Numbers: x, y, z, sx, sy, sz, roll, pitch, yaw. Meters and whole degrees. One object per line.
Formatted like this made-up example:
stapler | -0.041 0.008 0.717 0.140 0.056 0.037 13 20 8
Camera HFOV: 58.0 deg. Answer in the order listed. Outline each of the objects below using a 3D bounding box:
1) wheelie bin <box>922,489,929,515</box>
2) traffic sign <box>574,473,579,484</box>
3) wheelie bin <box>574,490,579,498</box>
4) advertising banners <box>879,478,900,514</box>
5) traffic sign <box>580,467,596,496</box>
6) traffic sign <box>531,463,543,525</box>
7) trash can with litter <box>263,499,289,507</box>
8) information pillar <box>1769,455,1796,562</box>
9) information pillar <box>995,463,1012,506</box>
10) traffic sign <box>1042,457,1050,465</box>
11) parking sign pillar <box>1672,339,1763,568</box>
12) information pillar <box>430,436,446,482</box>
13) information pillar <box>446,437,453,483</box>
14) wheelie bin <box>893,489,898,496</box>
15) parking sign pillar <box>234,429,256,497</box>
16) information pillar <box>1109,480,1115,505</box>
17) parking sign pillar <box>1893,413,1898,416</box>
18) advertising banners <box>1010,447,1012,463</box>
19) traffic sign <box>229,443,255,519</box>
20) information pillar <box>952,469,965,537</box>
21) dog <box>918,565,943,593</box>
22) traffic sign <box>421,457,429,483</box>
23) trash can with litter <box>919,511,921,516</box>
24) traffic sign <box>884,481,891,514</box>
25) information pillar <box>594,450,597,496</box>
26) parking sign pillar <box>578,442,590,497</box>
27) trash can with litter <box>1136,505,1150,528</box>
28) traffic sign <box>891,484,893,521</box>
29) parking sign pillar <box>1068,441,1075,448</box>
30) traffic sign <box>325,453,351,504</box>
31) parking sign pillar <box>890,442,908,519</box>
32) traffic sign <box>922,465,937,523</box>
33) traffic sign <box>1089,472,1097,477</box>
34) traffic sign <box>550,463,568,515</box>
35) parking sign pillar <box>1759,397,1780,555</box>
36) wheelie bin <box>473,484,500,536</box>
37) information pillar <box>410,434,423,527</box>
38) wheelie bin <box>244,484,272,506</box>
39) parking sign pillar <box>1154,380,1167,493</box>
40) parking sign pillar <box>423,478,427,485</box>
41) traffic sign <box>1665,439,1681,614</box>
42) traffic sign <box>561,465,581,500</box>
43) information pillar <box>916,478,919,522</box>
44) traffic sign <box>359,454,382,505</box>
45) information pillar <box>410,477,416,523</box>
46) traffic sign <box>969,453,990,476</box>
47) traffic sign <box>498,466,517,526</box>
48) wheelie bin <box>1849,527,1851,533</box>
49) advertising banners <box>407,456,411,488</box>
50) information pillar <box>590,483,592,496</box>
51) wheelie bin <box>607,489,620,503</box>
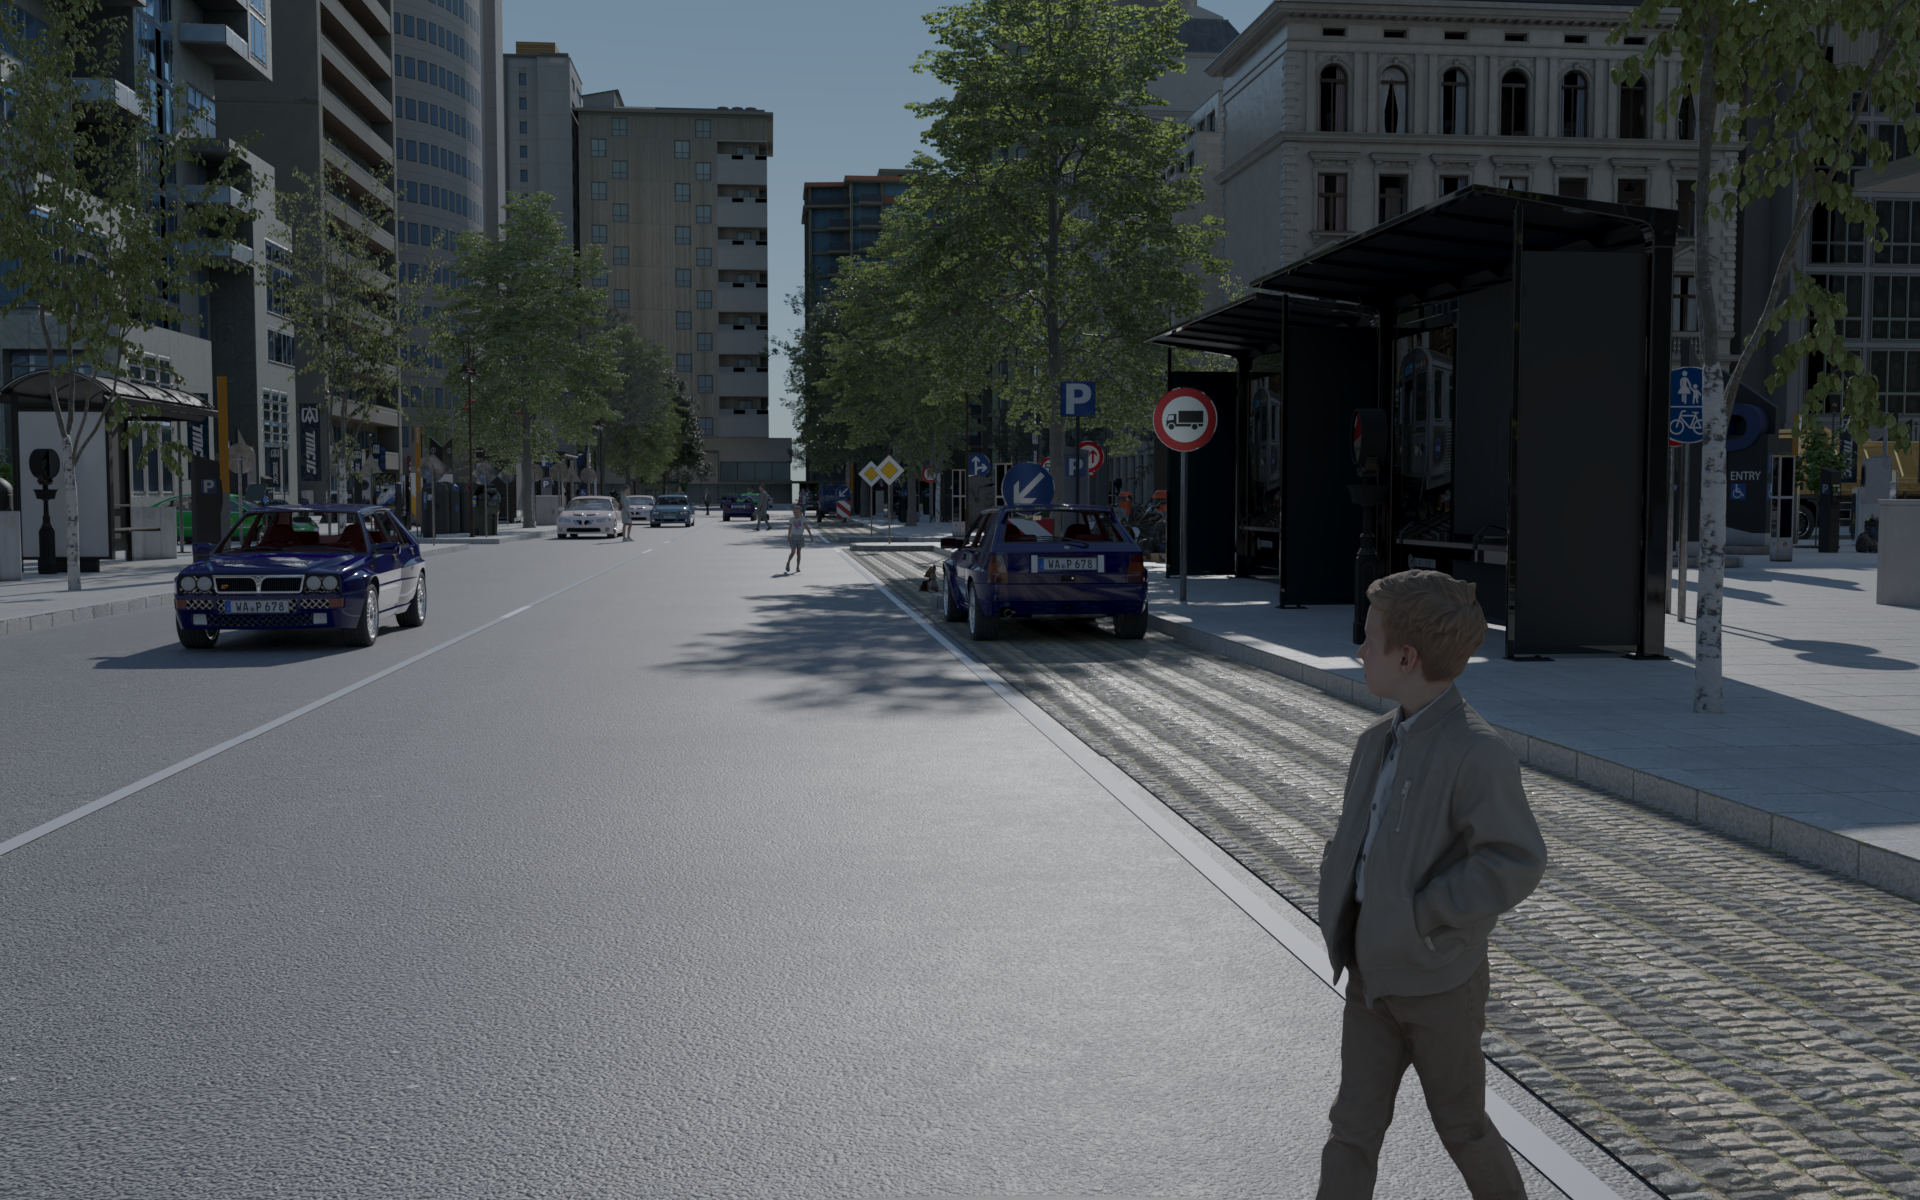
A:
wheelie bin | -1.981 -6.114 107.876 0.693 1.594 0.980 -2 4 -27
traffic sign | -19.894 -5.550 90.749 0.884 2.594 0.081 0 4 3
wheelie bin | -26.300 -6.877 120.340 0.980 1.594 0.693 -2 4 -29
advertising banners | -4.379 -6.948 109.789 2.074 3.025 0.090 -3 5 -40
traffic sign | -17.739 -5.050 82.673 0.768 2.556 0.104 0 4 -4
traffic sign | -17.734 -4.401 72.063 0.768 2.556 0.104 0 4 -6
trash can with litter | -14.477 -1.541 36.586 0.624 1.170 1.055 0 4 -5
information pillar | 15.604 -1.735 32.864 0.304 2.012 0.304 0 4 -2
information pillar | 1.040 -2.245 41.197 0.304 2.012 0.304 2 4 33
traffic sign | 3.092 -3.604 59.029 0.768 2.556 0.104 0 4 3
parking sign pillar | 13.101 -2.575 30.571 1.447 3.967 1.447 3 5 40
information pillar | -21.287 -4.834 70.397 0.504 3.616 0.183 0 4 4
information pillar | -21.111 -4.893 71.363 0.183 3.616 0.504 3 5 40
wheelie bin | -4.369 -6.602 115.846 0.693 1.594 0.980 0 4 6
parking sign pillar | -29.673 -5.107 71.978 1.447 3.967 1.447 0 4 -4
information pillar | 7.892 -5.243 90.217 0.304 2.012 0.304 3 4 36
parking sign pillar | 31.500 -4.273 58.328 1.447 3.967 1.447 1 4 20
advertising banners | 2.005 -4.168 64.342 0.090 3.025 2.074 0 4 -5
traffic sign | -18.052 -2.650 43.436 0.768 2.556 0.104 0 4 -1
information pillar | -0.031 -2.892 51.780 0.304 2.012 0.304 2 4 33
dog | -0.372 -0.313 25.318 0.550 0.427 0.748 2 4 25
traffic sign | -18.091 -3.595 58.892 0.768 2.556 0.104 0 4 -1
trash can with litter | -2.103 -6.342 114.745 2.233 1.210 1.678 -1 4 -18
traffic sign | -4.342 -6.576 107.628 0.768 2.556 0.104 0 4 3
information pillar | -19.451 -6.181 92.417 0.183 3.616 0.504 0 4 -6
parking sign pillar | -18.123 -5.814 83.536 1.447 3.967 1.447 0 4 -7
trash can with litter | 6.948 -3.140 62.721 1.055 1.170 0.624 -2 4 -27
traffic sign | -3.198 -4.996 81.783 0.768 2.556 0.104 0 4 1
parking sign pillar | 5.702 -6.027 87.012 1.447 3.967 1.447 -2 4 -28
traffic sign | -18.660 -3.173 51.988 0.768 2.556 0.104 0 4 0
parking sign pillar | -2.873 -6.162 89.225 1.447 3.967 1.447 0 4 -2
traffic sign | -1.306 -4.668 76.425 0.768 2.556 0.104 0 4 -1
traffic sign | 3.847 -3.325 54.373 0.884 2.594 0.081 0 4 -5
traffic sign | -16.414 -4.332 70.935 0.768 2.556 0.104 0 4 3
parking sign pillar | 16.723 -2.964 36.935 1.447 3.967 1.447 -2 4 -34
wheelie bin | -14.682 -2.803 53.744 0.693 1.594 0.980 2 4 34
information pillar | -21.183 -4.663 67.589 0.504 3.616 0.183 1 4 15
wheelie bin | -21.664 -2.787 53.480 0.980 1.594 0.693 1 4 16
parking sign pillar | 5.004 -3.253 41.663 1.447 3.967 1.447 1 4 18
parking sign pillar | -38.018 -8.233 123.081 1.447 3.967 1.447 0 4 4
traffic sign | 7.605 -1.128 18.548 0.768 2.556 0.104 0 4 -5
traffic sign | -17.258 -4.704 76.908 0.884 2.594 0.081 0 4 0
information pillar | -2.081 -4.596 79.631 0.304 2.012 0.304 3 5 43
traffic sign | -18.949 -3.408 55.722 0.884 2.594 0.081 0 3 0
information pillar | -23.646 -4.323 75.177 0.304 2.012 0.304 3 5 41
traffic sign | 0.564 -3.315 54.309 0.768 2.556 0.104 0 4 3
traffic sign | -18.354 -4.223 70.235 0.795 2.450 0.064 0 4 -5
wheelie bin | 29.538 -2.995 56.872 0.980 1.594 0.693 -3 5 -44
advertising banners | -25.636 -5.061 78.940 2.074 3.025 0.090 1 4 13
information pillar | -20.186 -5.481 94.107 0.304 2.012 0.304 1 4 12
wheelie bin | -22.292 -6.345 111.648 0.693 1.594 0.980 1 4 13
